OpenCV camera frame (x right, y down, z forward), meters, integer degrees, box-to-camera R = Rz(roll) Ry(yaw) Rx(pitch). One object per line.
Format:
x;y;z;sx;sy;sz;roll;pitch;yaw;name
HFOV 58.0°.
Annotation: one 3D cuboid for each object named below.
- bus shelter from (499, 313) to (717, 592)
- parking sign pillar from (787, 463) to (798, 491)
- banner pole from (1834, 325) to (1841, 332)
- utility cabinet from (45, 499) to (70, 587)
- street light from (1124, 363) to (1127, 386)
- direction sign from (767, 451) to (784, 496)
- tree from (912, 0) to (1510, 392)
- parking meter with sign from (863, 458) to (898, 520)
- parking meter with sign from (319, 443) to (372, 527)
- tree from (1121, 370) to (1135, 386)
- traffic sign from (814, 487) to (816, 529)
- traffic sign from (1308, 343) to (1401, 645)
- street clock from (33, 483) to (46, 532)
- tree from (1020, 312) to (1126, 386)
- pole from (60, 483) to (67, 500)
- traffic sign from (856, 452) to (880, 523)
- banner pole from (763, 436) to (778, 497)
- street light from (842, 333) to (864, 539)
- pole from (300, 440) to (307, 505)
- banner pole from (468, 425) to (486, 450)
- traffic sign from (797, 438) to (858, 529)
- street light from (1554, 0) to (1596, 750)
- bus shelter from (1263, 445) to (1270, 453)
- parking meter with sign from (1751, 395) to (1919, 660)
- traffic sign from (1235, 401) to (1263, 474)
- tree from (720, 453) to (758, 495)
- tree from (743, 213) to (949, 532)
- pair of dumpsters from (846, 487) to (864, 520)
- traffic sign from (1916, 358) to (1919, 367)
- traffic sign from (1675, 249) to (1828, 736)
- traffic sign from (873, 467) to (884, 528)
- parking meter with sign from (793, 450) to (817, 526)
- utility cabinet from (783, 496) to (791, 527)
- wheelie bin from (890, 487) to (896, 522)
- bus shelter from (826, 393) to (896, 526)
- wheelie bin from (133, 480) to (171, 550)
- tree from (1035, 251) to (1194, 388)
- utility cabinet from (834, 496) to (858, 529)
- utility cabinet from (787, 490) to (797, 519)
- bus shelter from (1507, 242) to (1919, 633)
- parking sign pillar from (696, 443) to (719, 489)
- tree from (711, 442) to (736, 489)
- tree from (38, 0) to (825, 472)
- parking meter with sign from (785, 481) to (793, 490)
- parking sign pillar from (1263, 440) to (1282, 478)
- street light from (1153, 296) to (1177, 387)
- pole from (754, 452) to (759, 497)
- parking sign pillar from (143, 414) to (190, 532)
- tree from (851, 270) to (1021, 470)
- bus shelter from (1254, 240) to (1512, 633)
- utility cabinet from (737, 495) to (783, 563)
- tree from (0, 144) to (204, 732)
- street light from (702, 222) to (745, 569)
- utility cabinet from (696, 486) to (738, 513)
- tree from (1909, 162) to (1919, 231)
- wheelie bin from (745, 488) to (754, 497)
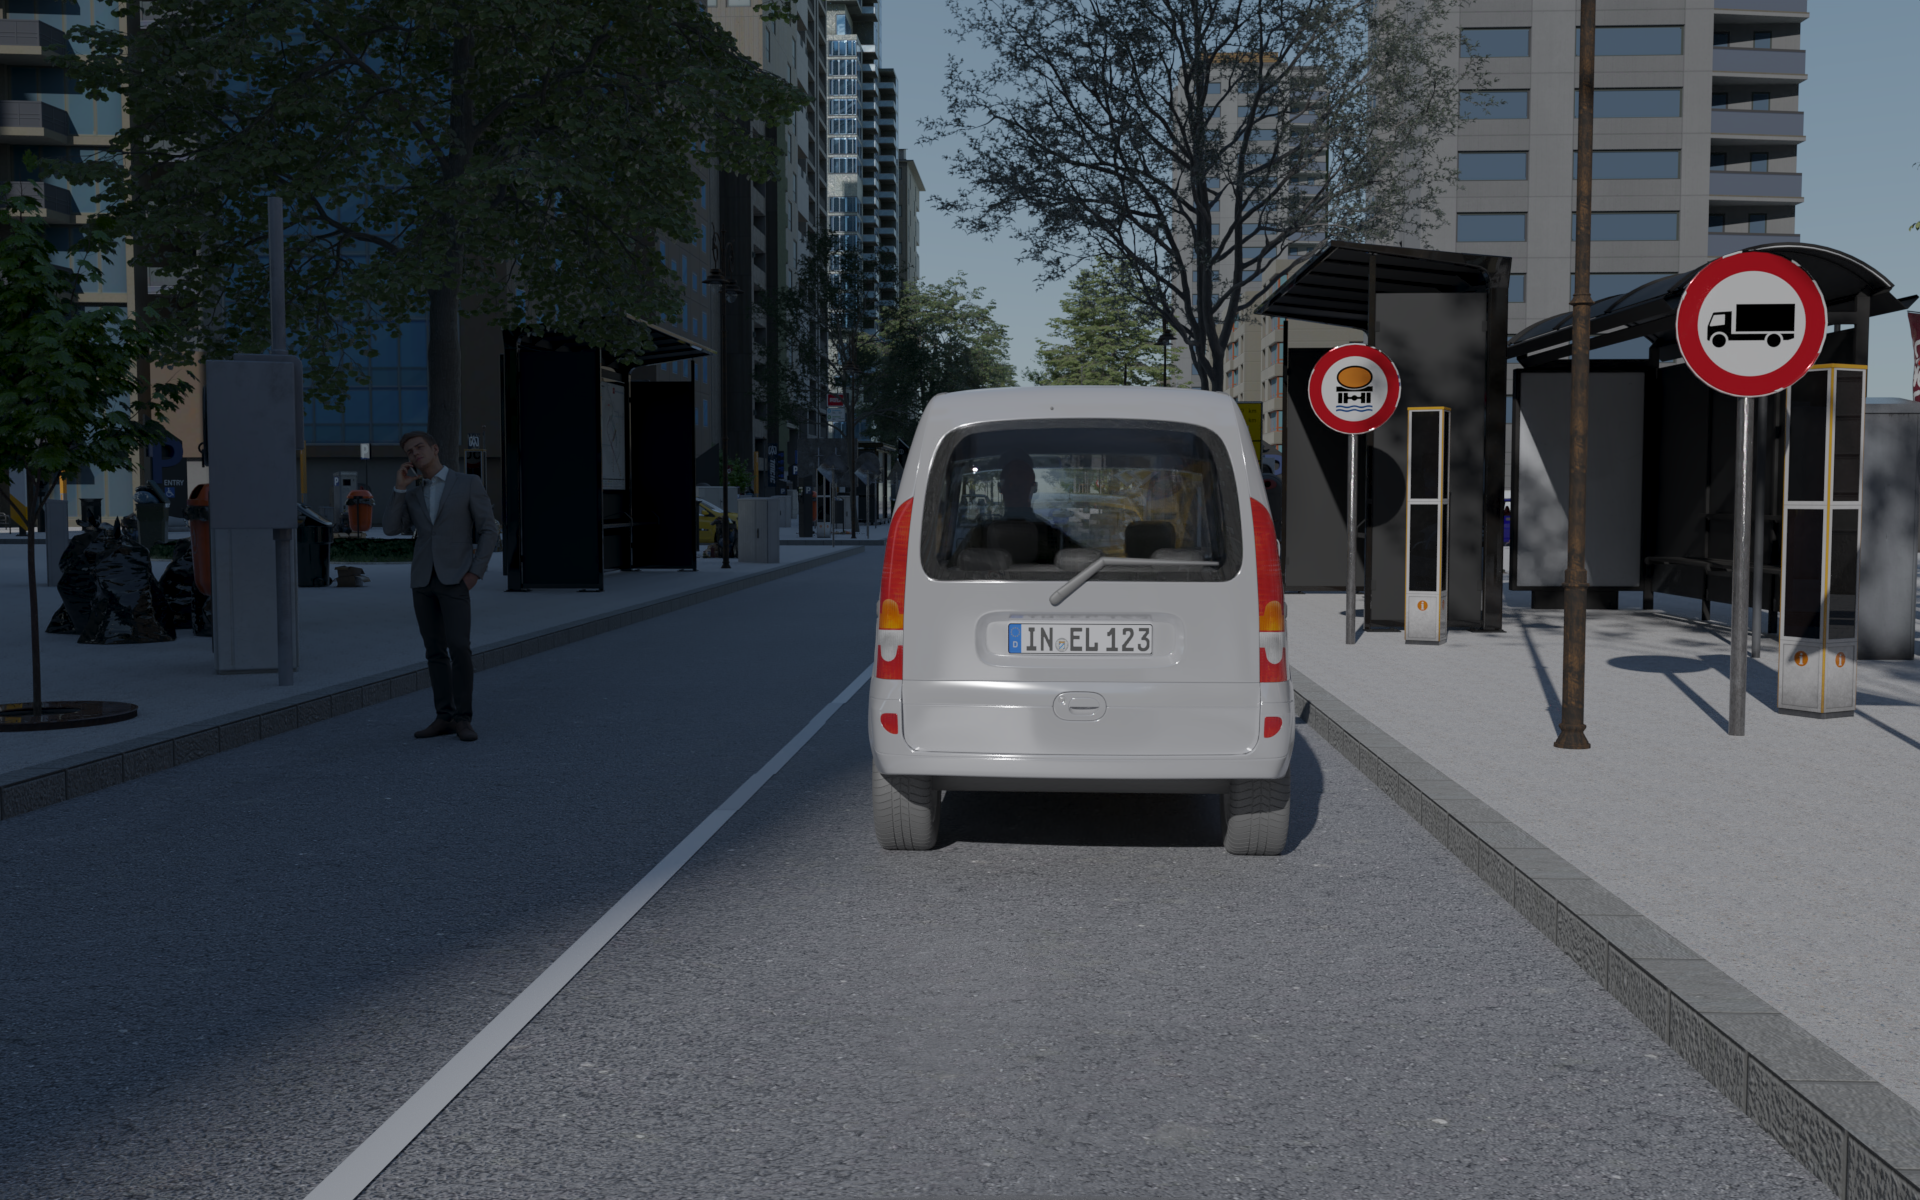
-5.028;-2.103;25.670;1.731;3.624;6.357;0;4;3;bus shelter
-11.102;-7.920;117.970;1.447;3.967;1.447;-1;4;-21;parking sign pillar
10.324;-1.892;20.954;0.863;3.779;0.401;3;5;43;banner pole
-12.743;-0.814;24.464;0.306;1.237;1.020;-2;4;-28;utility cabinet
5.815;-5.399;61.055;0.468;5.910;1.993;0;4;3;street light
-9.633;-6.033;90.637;0.876;3.537;0.379;-1;4;-19;direction sign
4.166;-7.227;28.525;12.009;13.543;11.850;0;3;0;tree
-3.862;-5.374;84.118;1.738;3.016;0.543;1;4;9;parking meter with sign
-20.939;-3.835;58.957;0.543;3.016;1.738;3;5;40;parking meter with sign
8.708;-9.429;104.527;4.737;8.622;4.395;0;3;0;tree
-5.373;-3.926;64.199;0.884;2.594;0.081;1;4;8;traffic sign
3.337;-0.894;14.726;0.768;2.556;0.104;1;4;8;traffic sign
-33.059;-3.529;62.270;0.471;2.002;0.358;1;4;13;street clock
12.048;-19.657;177.288;12.611;20.169;13.585;0;3;0;tree
-31.311;-4.075;60.472;0.158;3.312;0.155;0;3;0;pole
-2.826;-3.236;53.012;0.768;2.556;0.104;1;4;10;traffic sign
-8.249;-5.194;74.945;0.863;3.779;0.401;1;4;17;banner pole
-3.070;-4.712;49.823;0.468;5.910;1.993;0;4;3;street light
-24.937;-4.402;65.821;0.158;3.312;0.155;0;3;0;pole
-17.465;-4.454;62.847;0.863;3.779;0.401;-3;5;-39;banner pole
-4.828;-4.234;63.098;2.265;3.308;0.079;1;4;10;traffic sign
3.104;-2.191;8.603;0.468;5.910;1.993;0;4;3;street light
10.080;-4.292;64.090;2.014;3.302;5.546;0;4;3;bus shelter
7.064;-1.053;13.470;1.738;3.016;0.543;0;4;1;parking meter with sign
5.504;-2.706;38.114;2.265;3.308;0.079;0;4;7;traffic sign
-10.565;-5.351;82.087;1.663;3.219;1.824;0;3;0;tree
-3.868;-7.572;58.210;7.601;10.594;8.767;0;4;1;tree
-4.417;-4.681;79.027;1.574;2.255;4.437;0;4;3;pair of dumpsters
4.429;-0.441;7.209;0.884;2.594;0.081;1;4;9;traffic sign
4.133;-0.552;9.137;0.768;2.556;0.104;0;4;5;traffic sign
-3.147;-3.822;64.621;0.606;2.300;0.079;0;4;4;traffic sign
-5.969;-4.482;69.538;0.543;3.016;1.738;1;4;22;parking meter with sign
-6.927;-3.413;66.966;0.306;1.237;1.020;-3;4;-38;utility cabinet
-2.895;-4.381;79.533;0.980;1.594;0.693;0;4;1;wheelie bin
-4.087;-5.735;71.401;2.179;5.291;8.768;0;4;3;bus shelter
-18.166;-1.897;38.932;0.693;1.594;0.980;-1;4;-15;wheelie bin
6.980;-10.001;81.643;7.486;12.596;7.792;0;3;0;tree
-4.202;-3.217;63.757;1.020;1.237;0.306;3;5;42;utility cabinet
-8.904;-4.929;89.275;1.173;1.500;0.318;3;5;44;utility cabinet
6.793;-1.393;16.707;2.014;3.302;5.546;0;4;3;bus shelter
-13.266;-6.245;90.581;1.447;3.967;1.447;-2;4;-28;parking sign pillar
-15.447;-7.584;107.717;4.285;4.588;4.351;0;3;0;tree
-4.831;-6.074;17.437;7.486;12.596;7.792;0;3;0;tree
-10.617;-6.685;105.555;1.738;3.016;0.543;-3;5;-45;parking meter with sign
15.519;-5.919;85.251;1.447;3.967;1.447;0;4;-1;parking sign pillar
4.764;-4.130;40.317;0.468;5.910;1.993;0;4;3;street light
-9.803;-5.473;83.324;0.158;3.312;0.155;0;3;0;pole
-27.007;-4.308;58.909;1.447;3.967;1.447;3;4;37;parking sign pillar
-1.689;-11.742;98.633;9.857;13.997;8.962;0;3;0;tree
4.450;-1.701;19.099;1.731;3.624;6.357;0;4;3;bus shelter
-3.776;-1.300;32.421;0.306;1.237;1.020;-3;5;-40;utility cabinet
-5.151;-0.919;9.621;1.663;3.219;1.824;0;3;0;tree
-4.041;-3.483;29.738;0.468;5.910;1.993;0;4;3;street light
-7.058;-2.545;50.288;1.173;1.500;0.318;-2;4;-27;utility cabinet
13.525;-4.258;19.989;4.737;8.622;4.395;0;3;0;tree
-11.547;-5.372;95.737;0.693;1.594;0.980;-1;4;-16;wheelie bin
